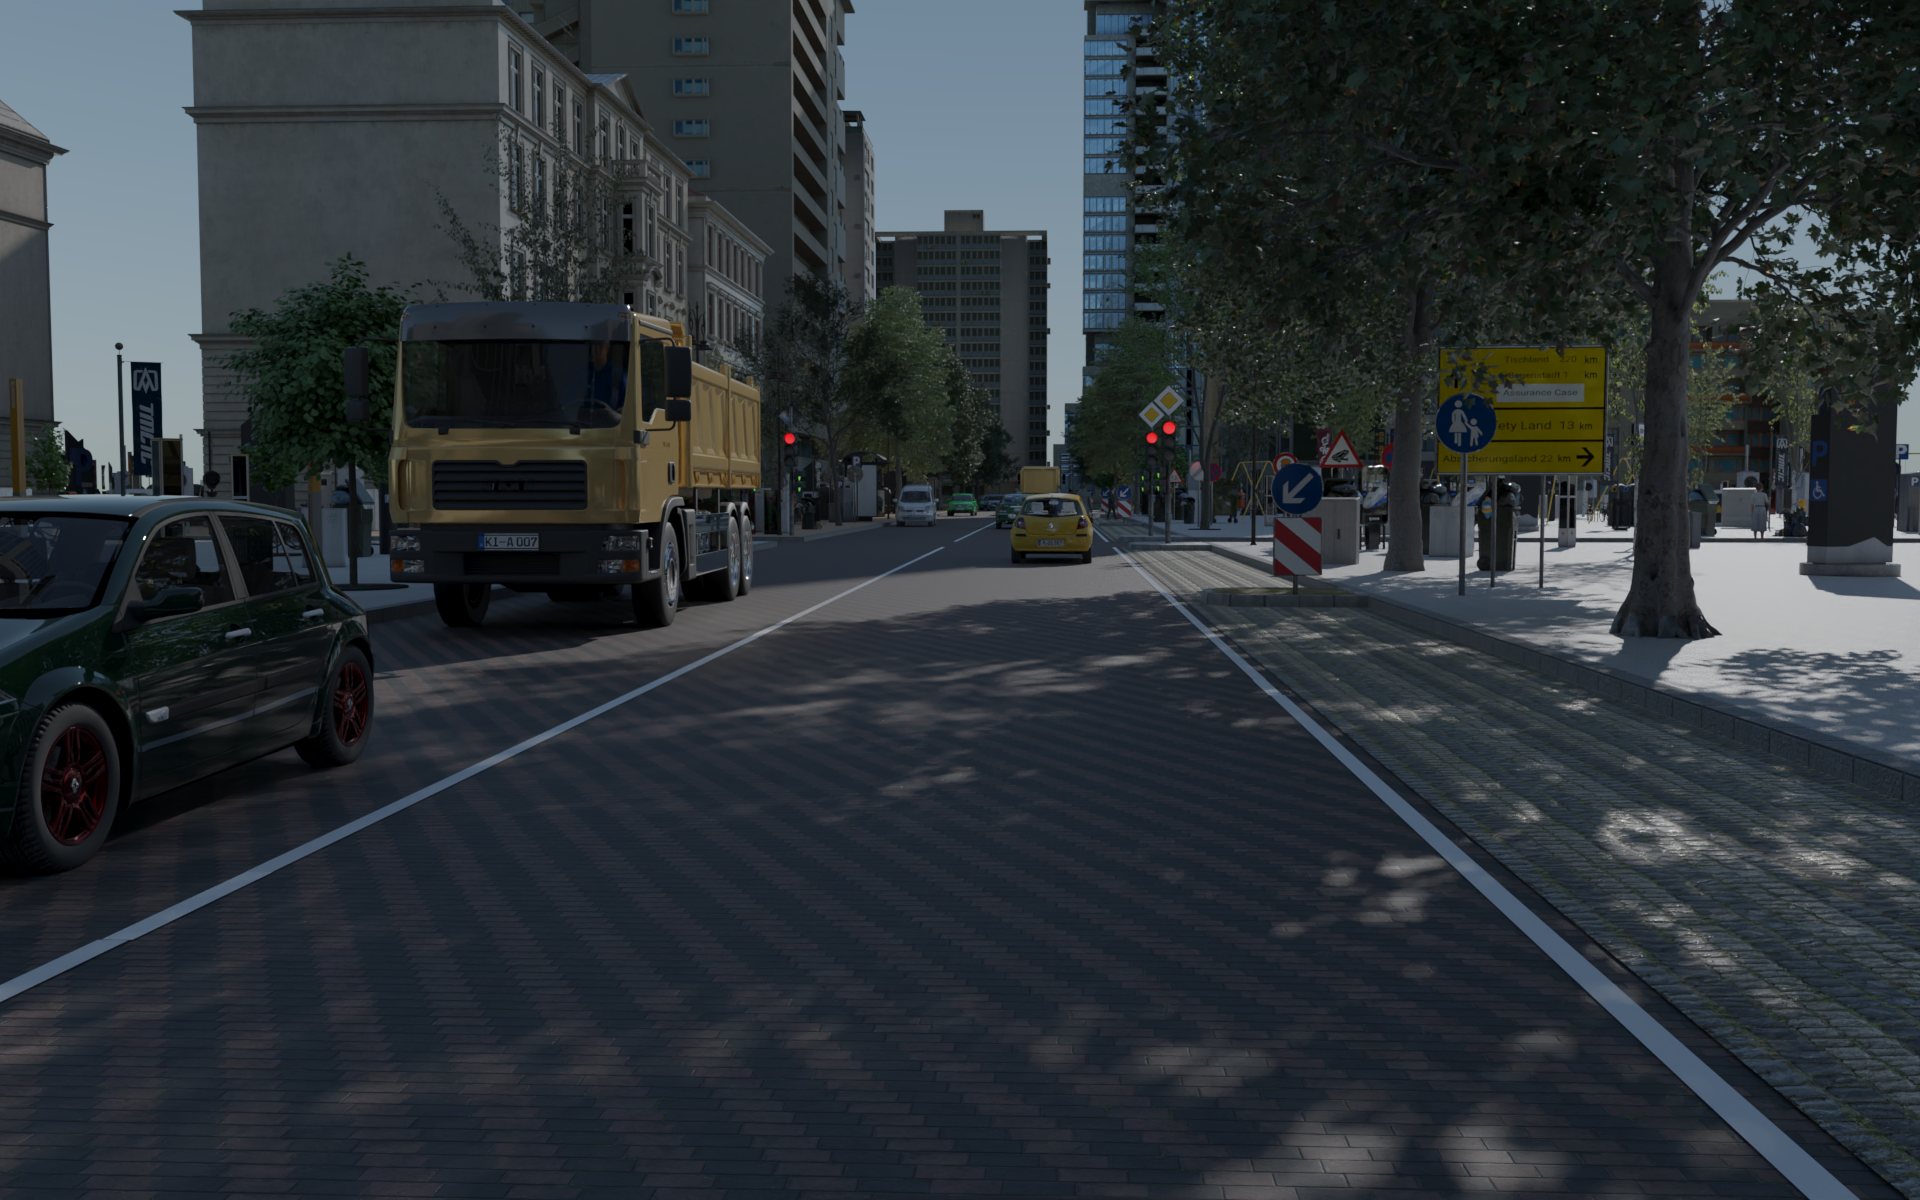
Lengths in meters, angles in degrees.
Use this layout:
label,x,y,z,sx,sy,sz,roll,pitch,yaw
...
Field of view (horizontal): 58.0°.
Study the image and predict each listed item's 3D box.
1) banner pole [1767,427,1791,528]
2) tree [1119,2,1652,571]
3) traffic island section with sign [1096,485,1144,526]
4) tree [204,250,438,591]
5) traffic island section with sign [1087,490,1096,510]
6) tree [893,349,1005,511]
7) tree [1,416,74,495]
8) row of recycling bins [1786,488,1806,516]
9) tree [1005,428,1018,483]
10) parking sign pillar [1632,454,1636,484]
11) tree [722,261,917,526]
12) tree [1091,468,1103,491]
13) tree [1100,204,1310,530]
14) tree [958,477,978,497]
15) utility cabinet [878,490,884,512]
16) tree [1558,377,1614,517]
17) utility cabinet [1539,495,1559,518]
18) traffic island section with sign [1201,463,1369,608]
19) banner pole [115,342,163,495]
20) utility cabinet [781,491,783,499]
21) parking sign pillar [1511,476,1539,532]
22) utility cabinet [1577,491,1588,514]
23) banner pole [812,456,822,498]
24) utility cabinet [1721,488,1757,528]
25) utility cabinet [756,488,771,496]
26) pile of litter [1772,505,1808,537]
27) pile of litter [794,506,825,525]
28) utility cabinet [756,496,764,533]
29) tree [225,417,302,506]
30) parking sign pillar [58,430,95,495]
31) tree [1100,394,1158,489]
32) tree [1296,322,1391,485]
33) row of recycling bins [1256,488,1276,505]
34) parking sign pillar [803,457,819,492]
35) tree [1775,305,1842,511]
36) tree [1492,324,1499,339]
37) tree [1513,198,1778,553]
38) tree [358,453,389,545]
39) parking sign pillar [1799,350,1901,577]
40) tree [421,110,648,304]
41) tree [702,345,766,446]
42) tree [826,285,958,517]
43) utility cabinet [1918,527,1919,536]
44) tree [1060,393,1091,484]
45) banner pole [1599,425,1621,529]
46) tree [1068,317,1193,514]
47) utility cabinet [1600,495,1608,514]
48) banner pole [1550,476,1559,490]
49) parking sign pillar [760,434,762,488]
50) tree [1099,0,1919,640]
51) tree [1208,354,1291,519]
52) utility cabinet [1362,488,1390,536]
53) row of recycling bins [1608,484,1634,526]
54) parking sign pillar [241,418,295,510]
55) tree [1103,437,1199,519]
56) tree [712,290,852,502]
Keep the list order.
label,x,y,z,sx,sy,sz,roll,pitch,yaw
banner pole,30.509,-4.567,64.694,0.863,3.779,0.401,0,4,5
tree,7.565,-7.463,28.683,9.857,13.997,8.962,0,3,0
traffic island section with sign,7.212,-4.211,77.484,1.989,1.847,2.006,0,4,3
tree,-8.330,-2.428,23.405,4.285,4.588,4.351,0,3,0
traffic island section with sign,8.725,-5.895,105.003,1.989,1.847,2.006,0,4,3
tree,-1.617,-13.310,134.633,9.611,12.733,9.660,0,3,0
tree,-22.419,-2.946,42.774,1.663,3.219,1.824,0,3,0
row of recycling bins,50.777,-5.833,102.485,3.534,1.692,1.069,3,5,41
tree,0.091,-15.628,172.523,9.611,12.733,9.660,0,3,0
parking sign pillar,43.322,-7.494,110.993,1.447,3.967,1.447,2,4,25
tree,-5.176,-8.270,69.629,7.601,10.594,8.767,2,4,26
tree,14.298,-10.709,158.812,4.285,4.588,4.351,0,3,0
tree,8.755,-8.297,61.407,9.928,11.665,9.643,0,3,0
tree,1.375,-14.354,185.045,4.360,8.622,3.978,0,3,0
utility cabinet,-4.682,-5.531,99.103,0.318,1.500,1.173,-2,4,-26
tree,35.072,-9.004,97.577,4.737,8.622,4.395,0,3,0
utility cabinet,31.677,-5.013,93.130,1.020,1.237,0.306,-1,4,-11
traffic island section with sign,4.205,-0.861,22.705,1.989,1.847,2.006,0,4,3
banner pole,-13.675,-2.372,28.802,0.863,3.779,0.401,-2,4,-29
utility cabinet,-12.244,-6.535,115.518,1.173,1.500,0.318,3,4,37
parking sign pillar,19.177,-4.343,59.484,1.447,3.967,1.447,0,4,-1
utility cabinet,38.572,-6.051,107.614,0.318,1.500,1.173,-1,4,-11
banner pole,-9.490,-7.609,114.416,0.863,3.779,0.401,-2,4,-33
utility cabinet,29.495,-3.481,65.585,1.173,1.500,0.318,3,5,41
utility cabinet,-11.684,-5.881,104.840,1.173,1.500,0.318,0,4,1
pile of litter,25.089,-2.330,52.064,1.176,0.858,1.719,-1,4,-13
pile of litter,-6.461,-3.633,73.366,1.719,0.858,1.176,-2,4,-28
utility cabinet,-6.746,-2.857,57.872,1.020,1.237,0.306,0,4,-3
tree,-14.299,-2.521,35.820,1.663,3.219,1.824,0,3,0
parking sign pillar,-37.266,-5.193,73.373,1.447,3.967,1.447,1,4,10
tree,11.932,-10.327,119.208,4.737,8.622,4.395,0,3,0
tree,16.397,-7.493,72.880,4.737,8.622,4.395,0,3,0
row of recycling bins,22.143,-6.942,120.615,3.534,1.692,1.069,0,4,7
parking sign pillar,-10.908,-8.491,127.303,1.447,3.967,1.447,2,4,31
tree,27.428,-6.485,56.400,4.360,8.622,3.978,0,3,0
tree,20.182,-7.015,65.056,4.360,8.622,3.978,0,3,0
tree,14.414,-5.314,37.246,4.360,8.622,3.978,0,3,0
tree,-14.322,-3.000,43.654,1.663,3.219,1.824,0,3,0
parking sign pillar,14.130,-2.381,27.401,1.447,3.967,1.447,-1,4,-16
tree,-7.803,-5.040,32.772,4.360,8.622,3.978,0,3,0
tree,-11.371,-8.278,85.710,4.737,8.622,4.395,0,3,0
tree,-3.757,-10.800,94.706,7.486,12.596,7.792,0,3,0
utility cabinet,29.333,-2.661,52.189,0.318,1.500,1.173,0,4,5
tree,16.330,-17.549,193.577,9.857,13.997,8.962,0,3,0
banner pole,23.674,-4.460,62.932,0.863,3.779,0.401,1,4,8
tree,11.280,-11.841,111.724,7.486,12.596,7.792,0,3,0
utility cabinet,42.618,-6.296,114.104,1.020,1.237,0.306,-2,4,-32
banner pole,41.463,-7.934,119.743,0.863,3.779,0.401,-1,4,-18
parking sign pillar,-9.320,-5.457,77.694,1.447,3.967,1.447,1,4,16
tree,6.374,-6.013,15.318,9.611,12.733,9.660,0,3,0
tree,14.987,-8.467,88.805,4.360,8.622,3.978,0,3,0
utility cabinet,12.884,-2.701,52.838,1.173,1.500,0.318,-1,4,-19
row of recycling bins,27.209,-3.814,69.476,1.069,1.692,3.534,-1,4,-10
parking sign pillar,-18.319,-3.509,45.843,1.447,3.967,1.447,1,4,13
tree,10.567,-6.457,89.279,4.285,4.588,4.351,0,3,0
tree,-6.435,-6.829,62.009,4.360,8.622,3.978,0,3,0
